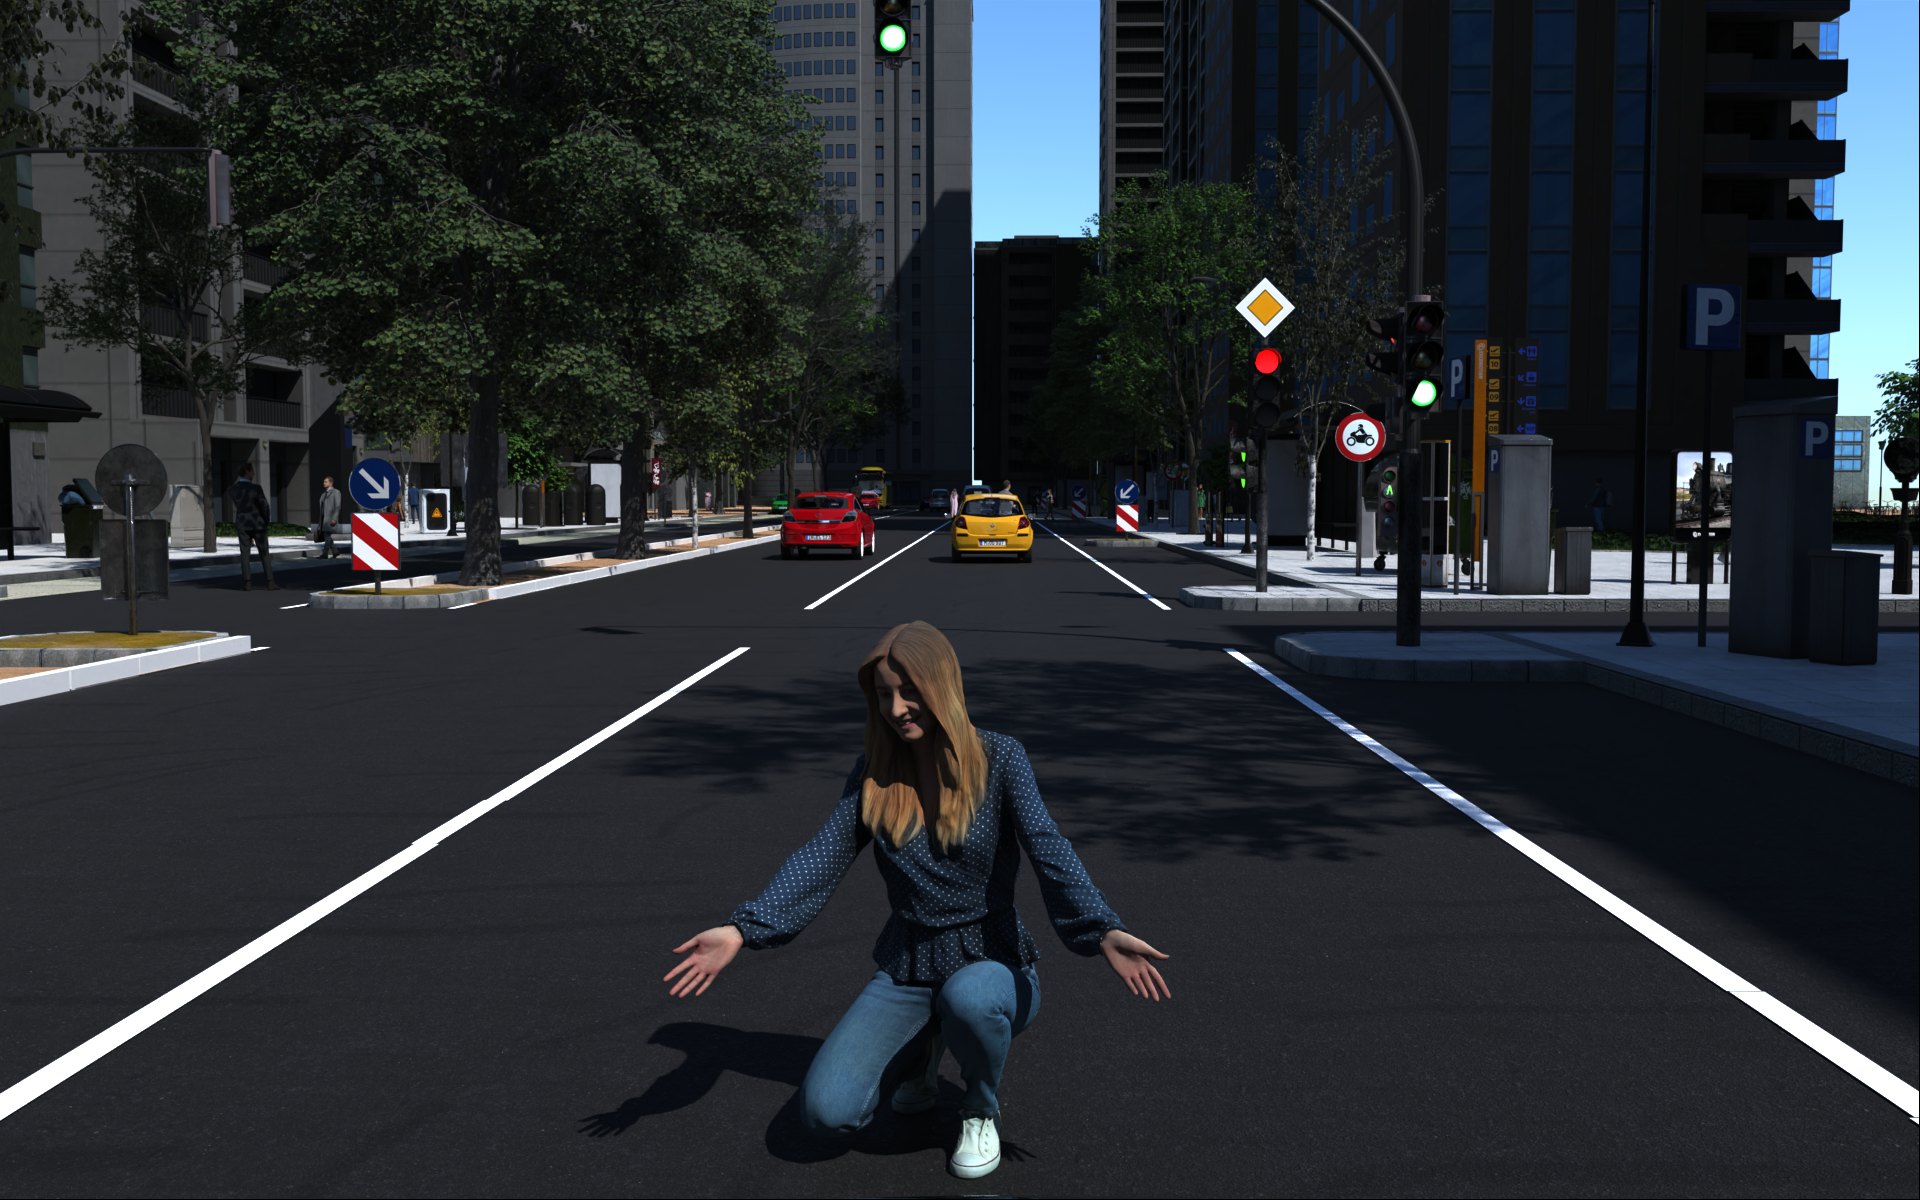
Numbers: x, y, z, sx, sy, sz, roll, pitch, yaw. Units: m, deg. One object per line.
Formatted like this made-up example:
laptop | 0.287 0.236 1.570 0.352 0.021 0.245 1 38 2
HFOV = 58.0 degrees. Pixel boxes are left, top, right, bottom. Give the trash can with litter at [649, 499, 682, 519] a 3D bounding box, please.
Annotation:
trash can with litter | -15.639 -4.836 90.120 2.233 1.210 1.678 3 5 41

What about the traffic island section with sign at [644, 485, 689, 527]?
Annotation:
traffic island section with sign | -12.814 -4.059 74.990 1.989 1.847 2.006 0 4 1

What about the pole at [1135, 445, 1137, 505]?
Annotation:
pole | 7.303 -4.799 72.308 0.158 3.312 0.155 0 3 0

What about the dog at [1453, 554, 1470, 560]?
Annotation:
dog | 9.918 -1.048 33.970 0.540 0.507 0.406 1 4 12

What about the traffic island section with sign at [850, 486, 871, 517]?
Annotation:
traffic island section with sign | -5.914 -5.477 97.682 2.006 1.907 1.989 0 4 1

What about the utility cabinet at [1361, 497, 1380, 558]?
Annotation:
utility cabinet | 8.372 -1.472 35.233 0.306 1.237 1.020 2 4 24

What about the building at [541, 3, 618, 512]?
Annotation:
building | -37.321 -31.979 112.095 28.713 52.752 27.495 0 4 1

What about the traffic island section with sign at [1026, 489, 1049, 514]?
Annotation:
traffic island section with sign | 5.972 -7.085 124.466 1.989 1.847 2.006 0 4 1

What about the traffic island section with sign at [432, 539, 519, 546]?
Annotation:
traffic island section with sign | -13.354 -2.408 47.992 1.989 1.847 2.006 0 4 1

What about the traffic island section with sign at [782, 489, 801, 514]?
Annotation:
traffic island section with sign | -11.824 -7.143 125.419 1.989 1.847 2.006 0 4 1

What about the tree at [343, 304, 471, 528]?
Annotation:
tree | -21.086 -7.045 65.545 4.737 8.622 4.395 0 3 0

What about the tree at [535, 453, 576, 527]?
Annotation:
tree | -16.149 -4.512 68.374 1.663 3.219 1.824 0 3 0

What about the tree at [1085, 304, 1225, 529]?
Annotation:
tree | 7.198 -6.868 62.648 4.737 8.622 4.395 0 3 0

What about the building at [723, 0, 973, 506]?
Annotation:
building | -12.619 -40.199 199.251 28.212 58.520 21.231 0 4 1

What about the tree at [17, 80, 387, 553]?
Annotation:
tree | -16.359 -6.334 37.973 8.767 10.594 7.601 0 4 8

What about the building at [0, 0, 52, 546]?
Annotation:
building | -30.637 -16.235 37.151 14.160 30.474 14.107 0 4 1

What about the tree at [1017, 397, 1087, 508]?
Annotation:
tree | 8.693 -13.820 160.374 7.601 10.594 8.767 -2 4 -28

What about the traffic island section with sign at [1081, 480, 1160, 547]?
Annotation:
traffic island section with sign | 4.472 -2.413 48.077 1.989 1.847 2.006 0 4 1

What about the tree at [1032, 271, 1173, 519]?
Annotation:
tree | 7.410 -10.441 88.845 7.486 12.596 7.792 0 3 0

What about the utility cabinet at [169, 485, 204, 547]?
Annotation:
utility cabinet | -18.434 -2.007 41.485 0.318 1.500 1.173 0 4 8

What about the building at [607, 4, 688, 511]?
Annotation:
building | -29.406 -27.534 133.767 14.154 41.232 14.086 0 4 1

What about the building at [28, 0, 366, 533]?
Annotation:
building | -34.704 -38.313 64.674 20.563 71.187 20.611 0 4 1

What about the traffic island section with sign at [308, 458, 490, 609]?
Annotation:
traffic island section with sign | -7.384 -0.882 22.558 2.006 1.907 1.989 0 4 1

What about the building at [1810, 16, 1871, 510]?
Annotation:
building | 61.191 -51.270 150.930 31.000 86.520 22.319 0 4 1

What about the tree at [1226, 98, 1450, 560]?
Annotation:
tree | 7.025 -5.076 33.361 4.360 8.622 3.978 0 3 0

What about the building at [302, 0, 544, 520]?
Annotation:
building | -30.811 -19.539 91.157 14.160 30.474 14.107 0 4 1

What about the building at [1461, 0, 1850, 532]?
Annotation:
building | 21.001 -25.142 61.177 14.600 45.320 14.200 0 4 1

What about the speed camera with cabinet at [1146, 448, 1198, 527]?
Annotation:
speed camera with cabinet | 8.401 -4.540 68.561 2.038 3.252 0.660 -1 4 -20

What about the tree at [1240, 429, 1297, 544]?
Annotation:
tree | 7.929 -3.047 44.424 1.663 3.219 1.824 0 3 0

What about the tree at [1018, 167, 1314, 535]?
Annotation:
tree | 7.398 -7.882 54.619 9.928 11.665 9.643 0 3 0

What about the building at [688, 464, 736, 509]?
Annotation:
building | -37.241 -51.398 153.027 31.000 86.520 22.319 0 4 1

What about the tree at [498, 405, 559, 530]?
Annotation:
tree | -16.200 -4.841 62.871 4.285 4.588 4.351 0 3 0

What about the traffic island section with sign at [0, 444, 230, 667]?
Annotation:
traffic island section with sign | -7.540 -0.429 15.152 2.006 1.907 1.989 0 4 1

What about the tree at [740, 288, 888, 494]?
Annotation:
tree | -12.785 -17.172 136.648 12.611 20.169 13.585 0 3 0

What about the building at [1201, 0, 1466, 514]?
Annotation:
building | 23.923 -28.417 114.721 14.600 45.320 14.200 0 4 1

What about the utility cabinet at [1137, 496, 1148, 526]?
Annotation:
utility cabinet | 7.445 -3.634 70.575 0.306 1.237 1.020 1 4 14

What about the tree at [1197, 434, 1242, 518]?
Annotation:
tree | 14.599 -6.764 94.312 4.285 4.588 4.351 0 3 0

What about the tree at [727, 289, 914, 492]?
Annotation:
tree | -6.153 -8.456 75.118 8.767 10.594 7.601 0 4 1

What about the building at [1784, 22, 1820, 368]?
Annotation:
building | 27.755 -39.594 85.618 20.563 71.187 20.611 0 4 1

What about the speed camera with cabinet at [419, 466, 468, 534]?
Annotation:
speed camera with cabinet | -16.537 -3.797 56.424 2.038 3.252 0.660 -2 4 -27

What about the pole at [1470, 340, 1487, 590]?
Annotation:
pole | 6.897 -1.786 23.041 0.158 3.312 0.155 0 3 0

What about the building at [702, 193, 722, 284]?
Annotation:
building | -41.743 -33.362 200.098 28.867 44.769 22.147 0 4 1

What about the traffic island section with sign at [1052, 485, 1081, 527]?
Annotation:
traffic island section with sign | 5.012 -4.071 75.186 1.989 1.847 2.006 0 4 1

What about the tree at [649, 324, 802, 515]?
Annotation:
tree | -15.118 -11.722 108.663 9.611 12.733 9.660 0 3 0

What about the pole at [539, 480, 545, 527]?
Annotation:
pole | -16.206 -4.482 67.124 0.158 3.312 0.155 0 3 0

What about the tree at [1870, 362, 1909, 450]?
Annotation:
tree | 17.422 -2.795 29.409 4.285 4.588 4.351 0 3 0

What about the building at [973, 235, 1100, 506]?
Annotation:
building | 8.471 -25.973 196.358 14.107 30.474 14.160 0 4 1

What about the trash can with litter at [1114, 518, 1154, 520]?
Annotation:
trash can with litter | 8.677 -4.519 84.939 2.233 1.210 1.678 2 4 31

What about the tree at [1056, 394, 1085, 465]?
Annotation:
tree | 8.425 -9.760 109.945 4.737 8.622 4.395 0 3 0

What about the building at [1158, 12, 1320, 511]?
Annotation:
building | 27.017 -43.741 153.424 20.563 71.187 20.611 0 4 1

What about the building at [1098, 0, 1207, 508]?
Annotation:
building | 26.679 -46.447 197.656 20.611 71.187 20.563 0 4 1
